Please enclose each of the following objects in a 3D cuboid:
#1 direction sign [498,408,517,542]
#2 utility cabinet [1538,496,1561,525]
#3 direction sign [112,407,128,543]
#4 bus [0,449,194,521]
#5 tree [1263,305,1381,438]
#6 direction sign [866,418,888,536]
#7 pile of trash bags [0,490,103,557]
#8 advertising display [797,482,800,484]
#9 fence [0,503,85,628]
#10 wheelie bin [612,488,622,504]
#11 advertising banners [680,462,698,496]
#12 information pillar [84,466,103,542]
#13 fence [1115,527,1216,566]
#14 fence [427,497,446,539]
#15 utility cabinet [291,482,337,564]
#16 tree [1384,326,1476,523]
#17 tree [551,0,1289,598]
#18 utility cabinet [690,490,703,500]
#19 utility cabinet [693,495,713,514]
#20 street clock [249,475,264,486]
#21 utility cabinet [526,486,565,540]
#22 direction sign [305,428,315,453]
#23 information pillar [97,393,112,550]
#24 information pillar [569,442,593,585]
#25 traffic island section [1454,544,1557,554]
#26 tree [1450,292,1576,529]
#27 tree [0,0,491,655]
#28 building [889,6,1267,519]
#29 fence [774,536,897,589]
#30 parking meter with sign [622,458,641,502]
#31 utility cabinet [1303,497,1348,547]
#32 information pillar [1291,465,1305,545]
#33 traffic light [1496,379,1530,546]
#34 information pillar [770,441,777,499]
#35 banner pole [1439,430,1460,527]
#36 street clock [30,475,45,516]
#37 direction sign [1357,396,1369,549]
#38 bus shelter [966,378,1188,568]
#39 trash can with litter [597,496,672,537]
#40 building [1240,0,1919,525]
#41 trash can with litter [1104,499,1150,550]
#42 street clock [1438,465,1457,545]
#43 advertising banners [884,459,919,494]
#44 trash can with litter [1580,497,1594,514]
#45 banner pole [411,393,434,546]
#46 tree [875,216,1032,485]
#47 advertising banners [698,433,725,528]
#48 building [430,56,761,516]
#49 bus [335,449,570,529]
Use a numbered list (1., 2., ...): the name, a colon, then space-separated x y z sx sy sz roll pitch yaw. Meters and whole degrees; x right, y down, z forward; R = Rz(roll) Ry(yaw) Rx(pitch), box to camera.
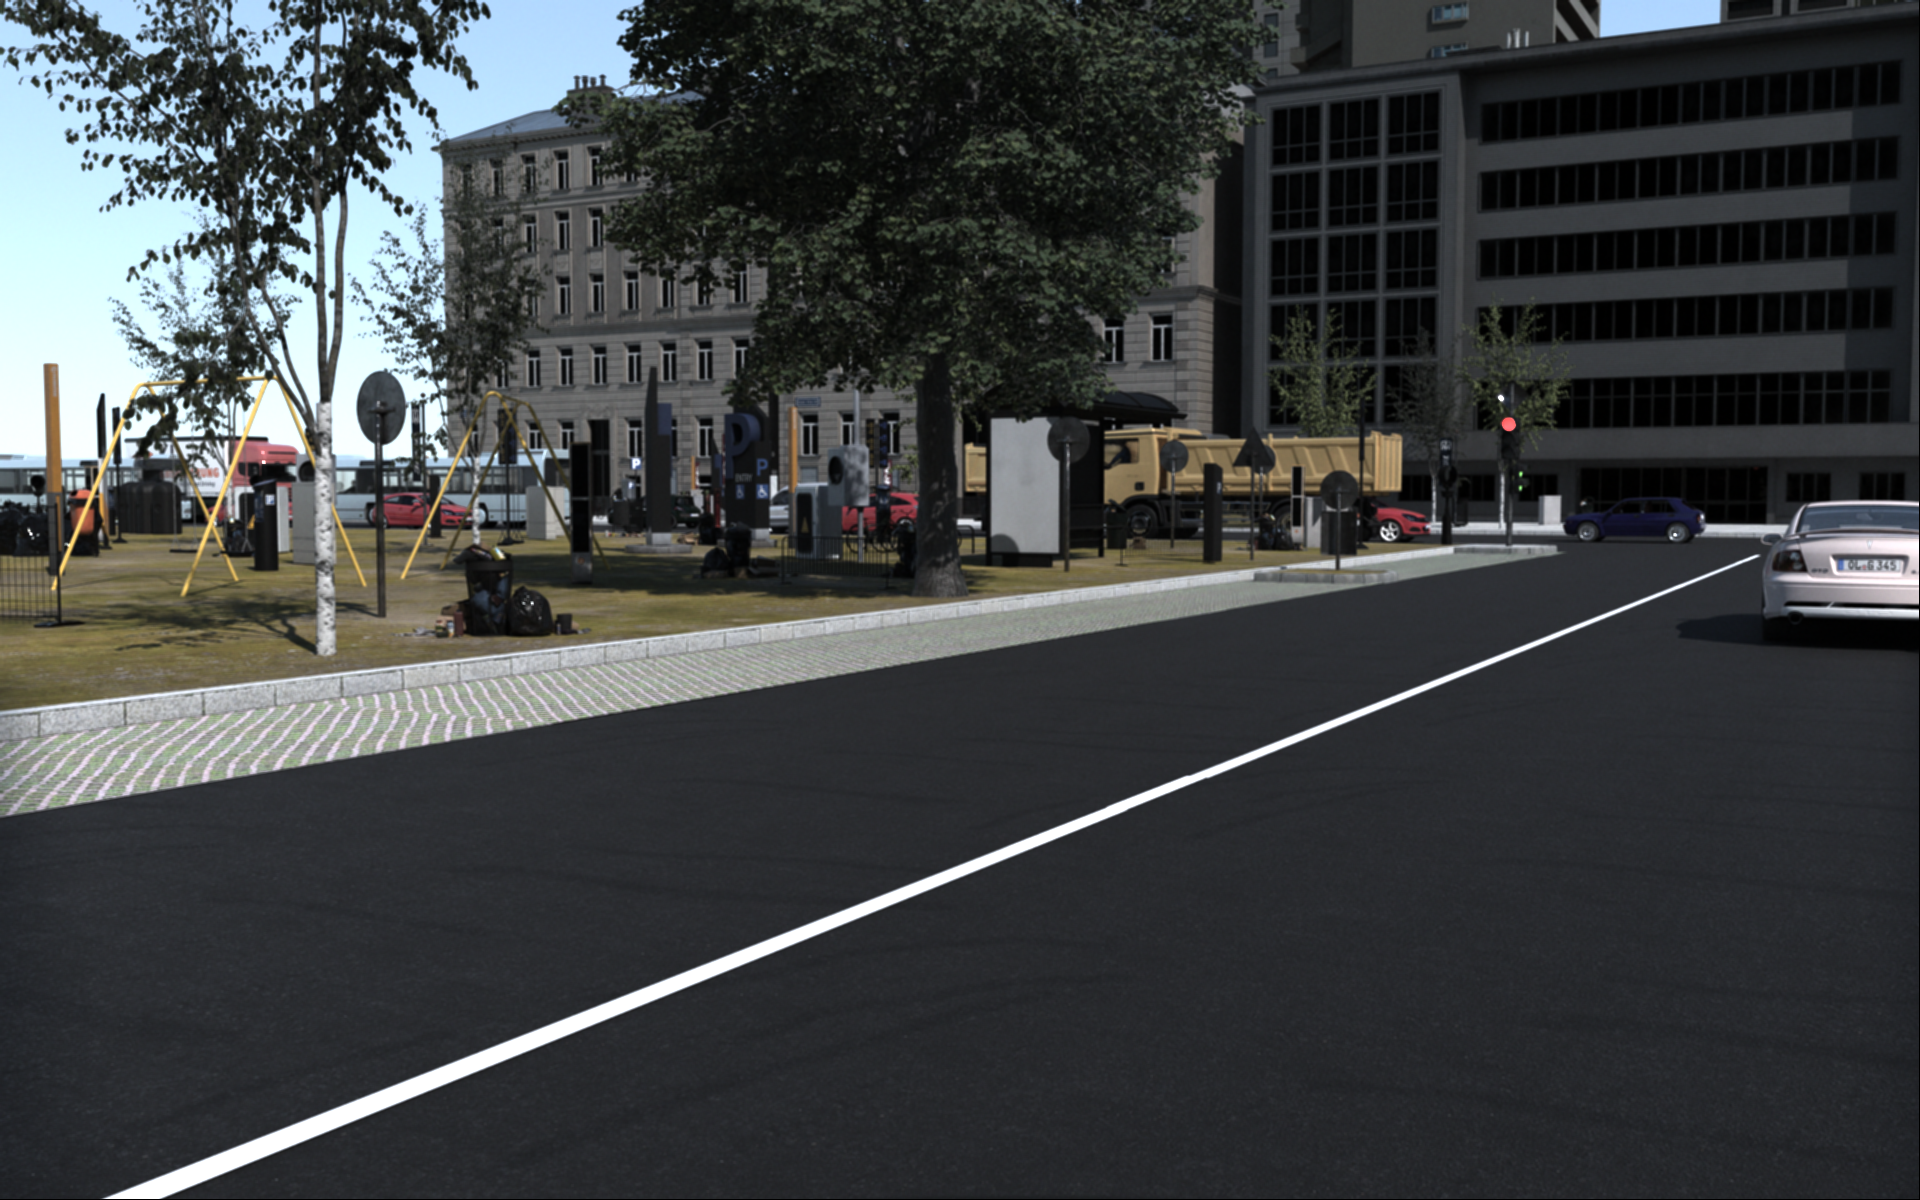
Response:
1. direction sign: -12.014 -3.303 46.009 0.379 3.537 0.876 -3 5 -45
2. utility cabinet: 24.363 -3.694 71.563 1.020 1.237 0.306 -2 4 -30
3. direction sign: -22.005 -3.257 45.256 0.379 3.537 0.876 -3 4 -36
4. bus: -38.958 -5.009 76.753 13.247 3.499 2.948 2 4 28
5. tree: 14.010 -7.187 67.876 4.737 8.622 4.395 0 3 0
6. direction sign: -2.503 -3.680 52.161 0.876 3.537 0.379 3 5 40
7. pile of trash bags: -18.819 -1.609 36.052 3.447 1.369 1.912 3 5 41
8. advertising display: -8.460 -5.122 88.959 0.123 1.923 0.974 1 4 19
9. fence: -9.778 -0.359 17.079 2.264 1.192 0.480 1 4 14
10. wheelie bin: -18.648 -5.319 94.869 0.693 1.594 0.980 0 4 7
11. advertising banners: -14.595 -5.971 93.815 0.090 3.025 2.074 1 4 21
12. information pillar: -23.012 -2.541 46.030 0.304 2.012 0.304 2 4 28
13. fence: 3.740 -0.984 31.458 2.069 0.683 0.278 -2 4 -30
14. fence: -15.456 -2.437 51.045 0.480 1.192 2.264 -1 4 -20
15. utility cabinet: -11.694 -1.388 31.366 0.318 1.500 1.173 -3 5 -44
16. tree: 20.613 -7.640 75.283 4.360 8.622 3.978 0 3 0
17. tree: -0.267 -7.009 21.256 9.857 13.997 8.962 0 3 0
18. utility cabinet: -13.110 -4.797 87.106 0.318 1.500 1.173 1 4 23
19. utility cabinet: -12.233 -4.378 82.743 1.020 1.237 0.306 2 4 25
20. street clock: -26.281 -3.681 64.754 0.471 2.002 0.358 -3 4 -36
21. utility cabinet: -12.475 -2.654 52.079 0.318 1.500 1.173 3 5 42
22. direction sign: -22.119 -4.144 59.745 0.876 3.537 0.379 -3 5 -43
23. information pillar: -19.787 -2.974 39.988 0.183 3.616 0.504 -1 4 -13
24. information pillar: -5.386 -1.231 24.624 0.304 2.012 0.304 -1 4 -9
25. traffic island section: 13.476 -1.242 42.590 2.009 0.180 2.903 2 4 29
26. tree: 20.235 -6.931 63.680 4.737 8.622 4.395 0 3 0
27. tree: -5.294 -3.871 13.647 4.360 8.622 3.978 0 3 0
28. building: 3.413 -18.071 92.731 25.104 27.353 12.463 2 4 29
29. fence: -1.759 -0.534 24.109 2.069 0.683 0.278 3 4 39
30. parking meter with sign: -16.230 -5.422 84.913 0.543 3.016 1.738 -2 4 -35
31. utility cabinet: 8.821 -1.870 41.741 1.020 1.237 0.306 0 4 -4
32. information pillar: 8.608 -2.424 44.129 0.304 2.012 0.304 1 4 20
33. traffic light: 13.506 -3.273 42.438 0.839 4.253 0.868 2 4 29
34. information pillar: -8.318 -5.254 77.252 0.183 3.616 0.504 2 4 27
35. banner pole: 19.114 -4.745 67.603 0.863 3.779 0.401 1 4 22
36. street clock: -35.519 -3.803 66.756 0.471 2.002 0.358 0 4 -2
37. direction sign: 9.373 -2.963 40.435 0.379 3.537 0.876 0 4 7
38. bus shelter: 2.314 -2.359 32.488 2.014 3.302 5.546 2 4 29
39. trash can with litter: -9.787 -2.502 51.968 2.233 1.210 1.678 0 4 1
40. building: 29.260 -16.004 80.732 30.058 24.678 14.314 2 4 29
41. trash can with litter: 3.876 -1.764 40.233 1.055 1.170 0.624 0 4 2
42. street clock: 12.318 -2.399 43.788 0.471 2.002 0.358 -2 4 -33
43. advertising banners: -2.892 -5.545 86.842 2.074 3.025 0.090 0 4 -7
44. trash can with litter: 26.600 -3.815 73.757 0.624 1.170 1.055 0 4 5
45. banner pole: -13.284 -3.216 42.601 0.401 3.779 0.863 1 4 10
46. tree: -0.290 -5.616 42.190 4.737 8.622 4.395 0 3 0
47. advertising banners: -6.965 -3.260 49.493 0.090 3.025 2.074 1 4 14
48. building: -18.430 -18.857 105.575 25.104 27.353 12.463 2 4 29
49. bus: -22.174 -4.861 74.331 13.247 3.499 2.948 2 4 28
